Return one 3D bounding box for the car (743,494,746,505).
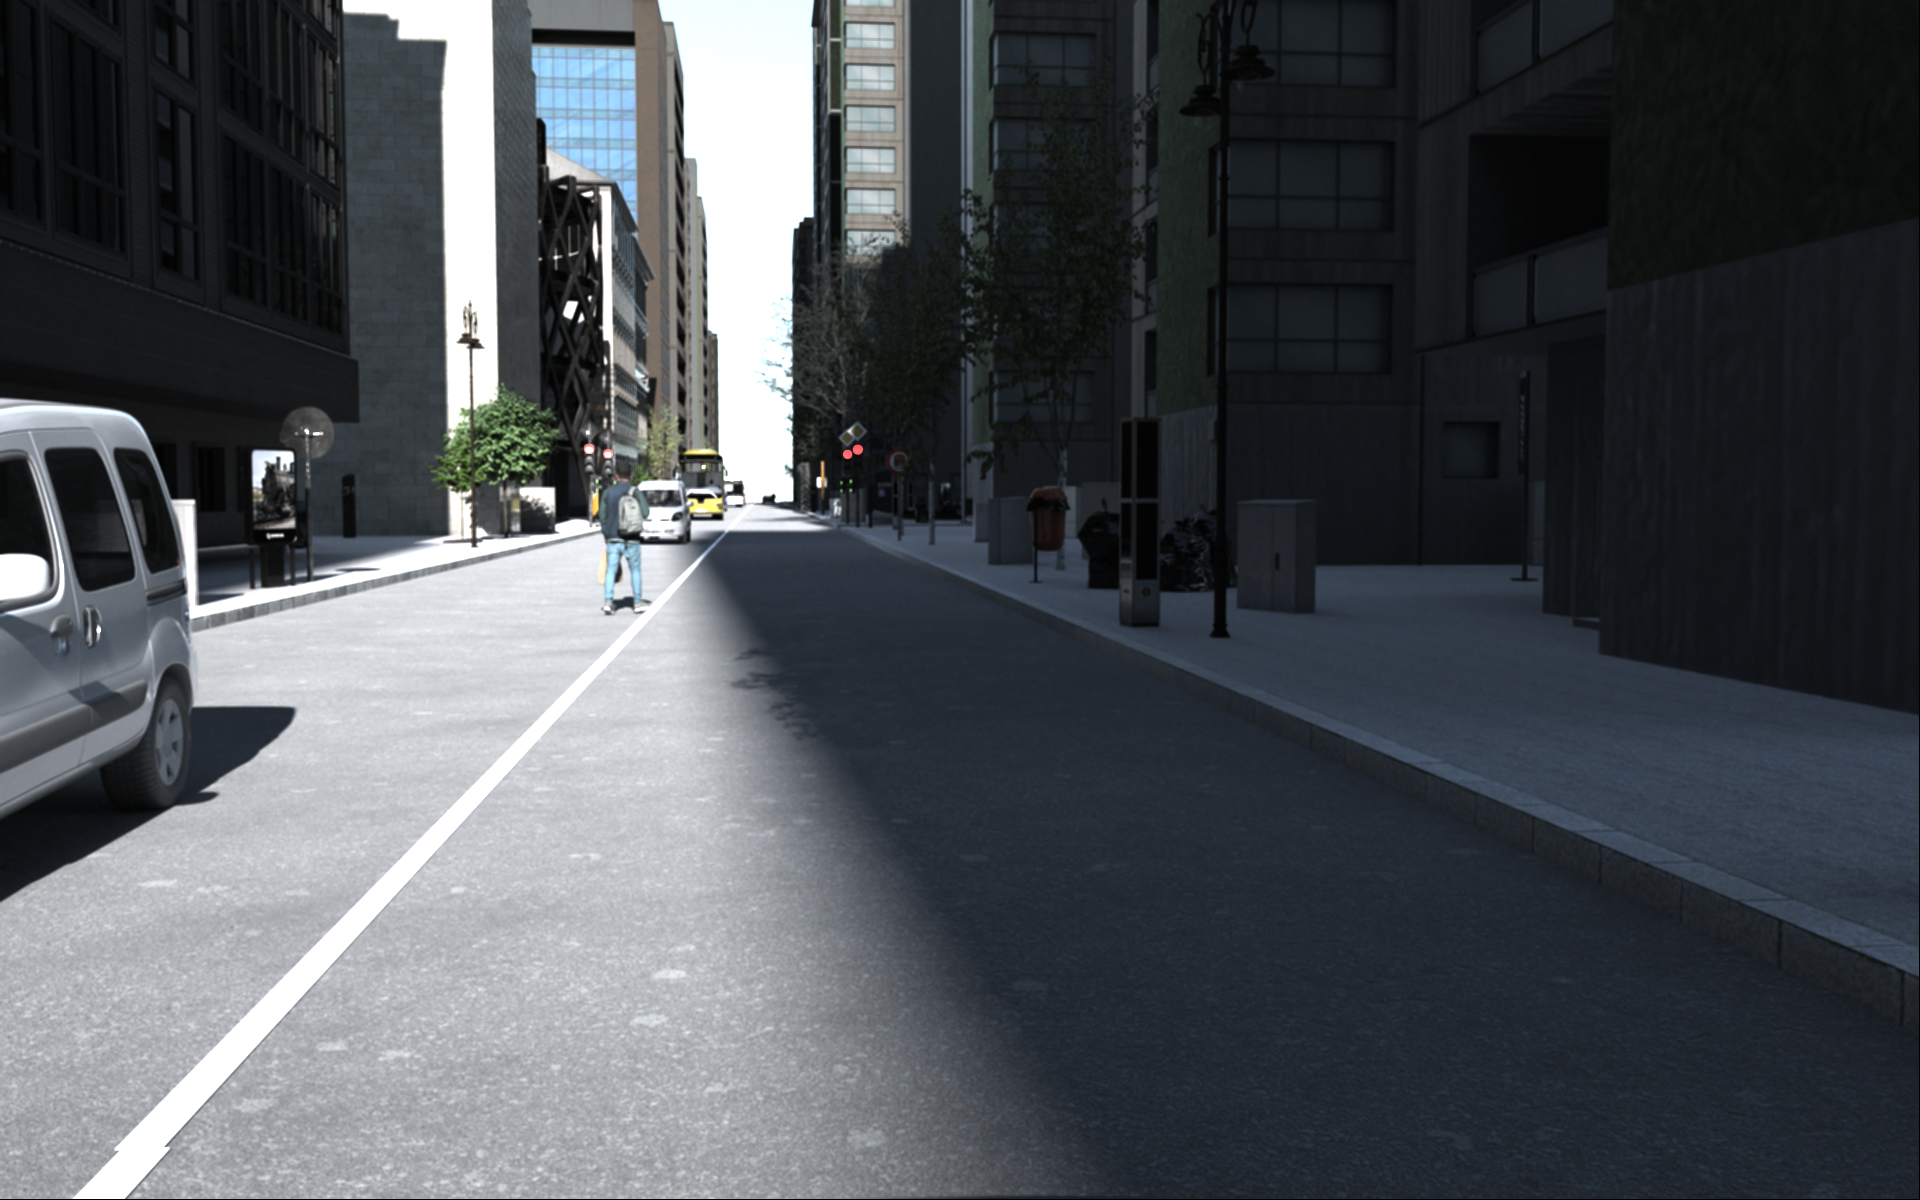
[{"bbox_3d":[-28.360,-12.981,220.915,2.281,1.827,5.304,0,4,-6],"label":"car"}]

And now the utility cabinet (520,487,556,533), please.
[{"bbox_3d":[-13.891,-2.951,56.935,1.173,1.500,0.318,1,4,21],"label":"utility cabinet"}]

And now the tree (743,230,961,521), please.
[{"bbox_3d":[-4.977,-10.435,80.977,12.009,13.543,11.850,0,3,0],"label":"tree"}]

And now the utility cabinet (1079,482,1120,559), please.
[{"bbox_3d":[2.891,-1.507,33.319,0.318,1.500,1.173,-3,5,-44],"label":"utility cabinet"}]

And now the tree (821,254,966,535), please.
[{"bbox_3d":[-1.820,-6.327,53.810,4.360,8.622,3.978,0,3,0],"label":"tree"}]

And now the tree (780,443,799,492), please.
[{"bbox_3d":[-22.114,-17.358,234.172,4.737,8.622,4.395,0,3,0],"label":"tree"}]

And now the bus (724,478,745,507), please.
[{"bbox_3d":[-25.401,-12.057,191.986,2.948,3.499,13.247,-1,4,-8],"label":"bus"}]

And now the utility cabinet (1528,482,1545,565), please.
[{"bbox_3d":[10.807,-1.365,31.001,1.173,1.500,0.318,0,4,2],"label":"utility cabinet"}]

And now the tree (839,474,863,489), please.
[{"bbox_3d":[-6.725,-6.780,105.456,1.663,3.219,1.824,0,3,0],"label":"tree"}]

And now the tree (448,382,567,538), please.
[{"bbox_3d":[-13.282,-4.108,50.878,4.285,4.588,4.351,0,3,0],"label":"tree"}]

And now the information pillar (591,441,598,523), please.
[{"bbox_3d":[-16.103,-5.191,76.221,0.183,3.616,0.504,-3,4,-38],"label":"information pillar"}]

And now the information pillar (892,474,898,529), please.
[{"bbox_3d":[-2.284,-3.574,62.922,0.304,2.012,0.304,0,4,8],"label":"information pillar"}]

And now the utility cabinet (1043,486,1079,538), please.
[{"bbox_3d":[2.983,-2.549,50.349,1.173,1.500,0.318,3,4,39],"label":"utility cabinet"}]

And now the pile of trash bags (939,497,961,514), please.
[{"bbox_3d":[0.277,-5.765,104.006,3.447,1.369,1.912,3,5,39],"label":"pile of trash bags"}]

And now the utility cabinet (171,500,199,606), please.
[{"bbox_3d":[-9.265,-0.526,19.769,1.020,1.237,0.306,-1,4,-22],"label":"utility cabinet"}]

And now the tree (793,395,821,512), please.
[{"bbox_3d":[-10.242,-10.774,126.518,4.360,8.622,3.978,0,3,0],"label":"tree"}]

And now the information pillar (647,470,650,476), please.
[{"bbox_3d":[-26.093,-9.383,144.774,0.504,3.616,0.183,3,5,42],"label":"information pillar"}]

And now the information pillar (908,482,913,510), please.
[{"bbox_3d":[-3.048,-6.268,106.980,0.304,2.012,0.304,0,4,-5],"label":"information pillar"}]

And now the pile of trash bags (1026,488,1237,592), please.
[{"bbox_3d":[2.278,-0.887,24.250,3.447,1.369,1.912,3,5,43],"label":"pile of trash bags"}]

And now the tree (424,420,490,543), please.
[{"bbox_3d":[-13.271,-3.122,45.651,1.663,3.219,1.824,0,3,0],"label":"tree"}]

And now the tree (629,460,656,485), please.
[{"bbox_3d":[-18.136,-6.358,98.548,1.663,3.219,1.824,0,3,0],"label":"tree"}]

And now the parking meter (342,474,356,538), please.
[{"bbox_3d":[-17.934,-2.760,50.829,0.255,1.863,0.399,0,4,2],"label":"parking meter"}]

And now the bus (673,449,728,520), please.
[{"bbox_3d":[-14.680,-6.540,98.471,2.896,3.916,12.252,0,4,-8],"label":"bus"}]

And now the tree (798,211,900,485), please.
[{"bbox_3d":[-0.952,-5.702,43.589,4.737,8.622,4.395,0,3,0],"label":"tree"}]

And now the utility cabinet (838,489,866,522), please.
[{"bbox_3d":[-4.809,-4.242,78.034,1.173,1.500,0.318,2,4,31],"label":"utility cabinet"}]

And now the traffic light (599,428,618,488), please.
[{"bbox_3d":[-14.860,-5.166,73.386,0.839,4.253,0.868,0,4,-6],"label":"traffic light"}]

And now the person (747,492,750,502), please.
[{"bbox_3d":[-36.702,-17.811,300.373,0.621,1.740,0.551,2,4,27],"label":"person"}]

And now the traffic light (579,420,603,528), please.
[{"bbox_3d":[-13.954,-4.681,65.452,0.839,4.253,0.868,0,4,-6],"label":"traffic light"}]

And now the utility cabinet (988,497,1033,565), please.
[{"bbox_3d":[0.933,-1.262,31.795,0.306,1.237,1.020,3,5,40],"label":"utility cabinet"}]

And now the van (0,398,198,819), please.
[{"bbox_3d":[-4.228,0.034,6.449,2.013,2.044,4.112,0,4,-8],"label":"van"}]

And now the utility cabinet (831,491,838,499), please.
[{"bbox_3d":[-8.913,-7.307,128.150,1.173,1.500,0.318,-1,4,-13],"label":"utility cabinet"}]

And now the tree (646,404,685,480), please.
[{"bbox_3d":[-24.078,-11.508,138.519,4.737,8.622,4.395,0,3,0],"label":"tree"}]

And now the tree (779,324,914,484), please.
[{"bbox_3d":[-6.094,-9.665,92.430,7.601,10.594,8.767,-2,4,-25],"label":"tree"}]

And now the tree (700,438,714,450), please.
[{"bbox_3d":[-33.802,-16.761,224.401,4.737,8.622,4.395,0,3,0],"label":"tree"}]

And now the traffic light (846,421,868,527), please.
[{"bbox_3d":[-3.959,-4.751,66.605,0.839,4.253,0.868,0,4,-6],"label":"traffic light"}]

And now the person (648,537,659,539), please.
[{"bbox_3d":[-9.817,-2.615,55.541,0.394,1.301,0.425,0,4,7],"label":"person"}]

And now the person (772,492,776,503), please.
[{"bbox_3d":[-28.427,-15.641,264.776,0.990,1.755,0.434,3,4,36],"label":"person"}]

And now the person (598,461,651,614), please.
[{"bbox_3d":[-4.060,-0.746,20.687,0.794,1.824,0.713,1,4,22],"label":"person"}]

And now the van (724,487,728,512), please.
[{"bbox_3d":[-20.315,-8.516,143.625,2.240,2.365,5.245,0,4,-6],"label":"van"}]

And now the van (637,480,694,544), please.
[{"bbox_3d":[-8.770,-2.668,50.638,2.013,2.044,4.112,0,4,-6],"label":"van"}]

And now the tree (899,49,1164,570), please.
[{"bbox_3d":[1.610,-4.820,29.176,4.737,8.622,4.395,0,3,0],"label":"tree"}]

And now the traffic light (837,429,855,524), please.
[{"bbox_3d":[-4.865,-5.237,74.538,0.839,4.253,0.868,0,4,-6],"label":"traffic light"}]

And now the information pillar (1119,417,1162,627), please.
[{"bbox_3d":[1.747,-0.753,16.808,0.304,2.012,0.304,-1,4,-21],"label":"information pillar"}]

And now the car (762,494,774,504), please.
[{"bbox_3d":[-28.779,-15.164,259.940,2.014,1.417,4.499,0,4,-5],"label":"car"}]

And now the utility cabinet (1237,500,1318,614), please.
[{"bbox_3d":[3.466,-0.482,19.035,0.306,1.237,1.020,-2,4,-29],"label":"utility cabinet"}]

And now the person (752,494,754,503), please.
[{"bbox_3d":[-34.269,-16.799,286.429,0.557,1.426,1.065,-2,4,-28],"label":"person"}]
